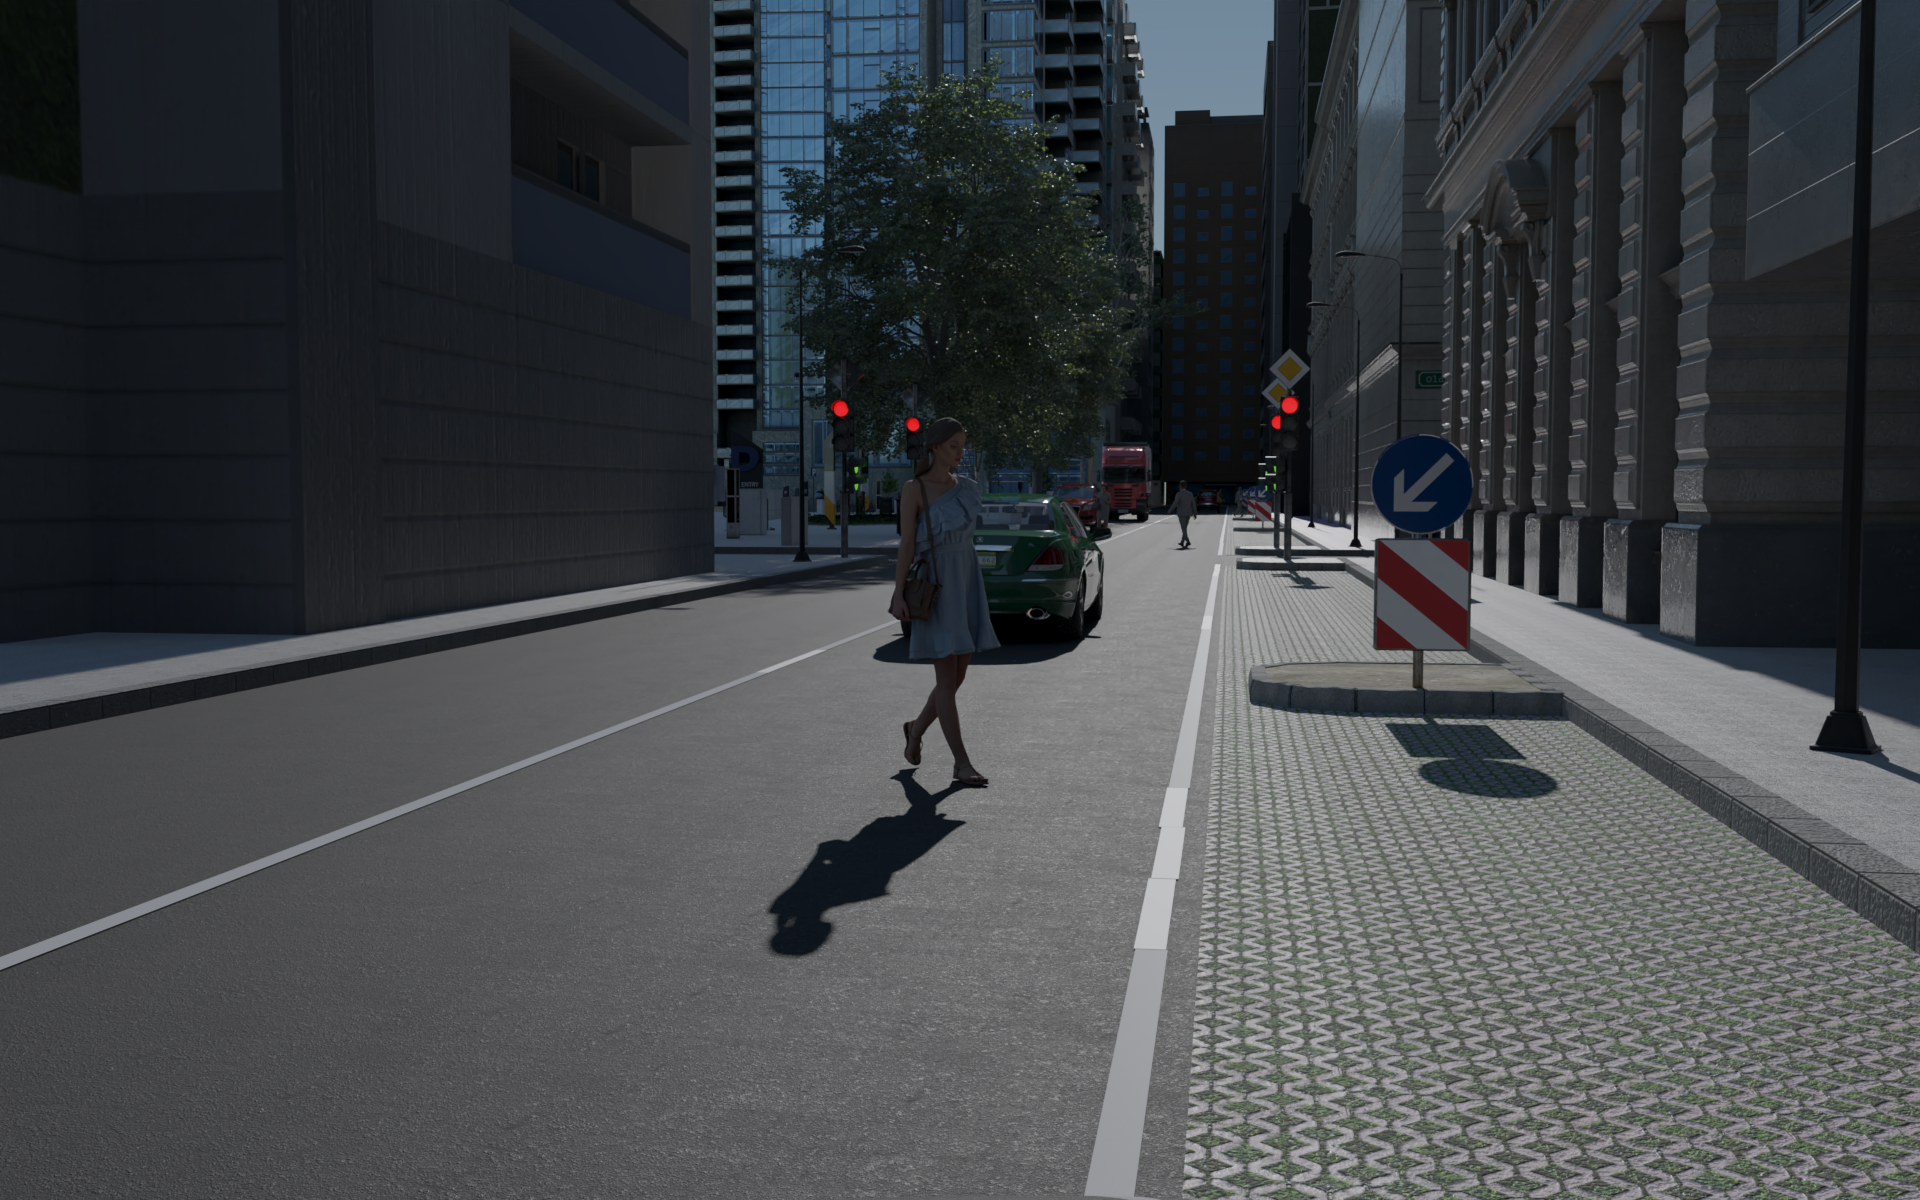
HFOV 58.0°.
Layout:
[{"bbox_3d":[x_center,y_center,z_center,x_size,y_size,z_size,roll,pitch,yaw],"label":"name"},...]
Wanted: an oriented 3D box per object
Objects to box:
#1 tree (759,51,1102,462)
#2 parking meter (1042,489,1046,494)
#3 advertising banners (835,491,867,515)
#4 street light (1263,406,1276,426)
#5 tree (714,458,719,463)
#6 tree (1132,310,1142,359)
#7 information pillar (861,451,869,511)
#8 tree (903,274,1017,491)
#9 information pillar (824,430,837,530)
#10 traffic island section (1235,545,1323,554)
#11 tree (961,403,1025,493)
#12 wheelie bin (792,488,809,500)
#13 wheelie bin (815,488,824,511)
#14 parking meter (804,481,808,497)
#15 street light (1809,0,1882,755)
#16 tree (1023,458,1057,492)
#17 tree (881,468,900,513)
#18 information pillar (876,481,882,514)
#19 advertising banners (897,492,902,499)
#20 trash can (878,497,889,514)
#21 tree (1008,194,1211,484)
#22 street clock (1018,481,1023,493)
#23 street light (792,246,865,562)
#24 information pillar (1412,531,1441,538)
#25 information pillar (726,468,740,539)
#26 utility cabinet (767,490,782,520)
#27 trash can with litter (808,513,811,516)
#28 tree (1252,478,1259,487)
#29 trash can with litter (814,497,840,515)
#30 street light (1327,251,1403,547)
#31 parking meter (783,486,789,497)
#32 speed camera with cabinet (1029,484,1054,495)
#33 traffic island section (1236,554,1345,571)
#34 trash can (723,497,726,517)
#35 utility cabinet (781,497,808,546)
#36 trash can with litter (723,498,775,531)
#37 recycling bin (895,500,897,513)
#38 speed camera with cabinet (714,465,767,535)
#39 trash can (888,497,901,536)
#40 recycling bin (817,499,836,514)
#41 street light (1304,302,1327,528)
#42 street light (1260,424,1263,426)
[{"bbox_3d":[-0.531,-8.740,49.554,9.857,13.997,8.962,0,3,0],"label":"tree"},{"bbox_3d":[3.848,-4.432,80.873,0.372,1.533,0.369,0,3,0],"label":"parking meter"},{"bbox_3d":[-5.110,-4.967,77.403,2.074,3.025,0.090,1,4,23],"label":"advertising banners"},{"bbox_3d":[16.878,-7.262,91.279,1.470,5.913,1.316,1,4,9],"label":"street light"},{"bbox_3d":[-14.495,-6.615,91.869,4.285,4.588,4.351,0,3,0],"label":"tree"},{"bbox_3d":[3.482,-10.590,79.802,9.857,13.997,8.962,0,3,0],"label":"tree"},{"bbox_3d":[-5.038,-6.111,91.270,0.504,3.616,0.183,-3,5,-41],"label":"information pillar"},{"bbox_3d":[0.379,-6.538,57.257,4.737,8.622,4.395,0,3,0],"label":"tree"},{"bbox_3d":[-4.709,-4.367,62.750,0.504,3.616,0.183,3,5,39],"label":"information pillar"},{"bbox_3d":[7.612,-1.177,41.531,2.009,0.180,2.903,1,4,9],"label":"traffic island section"},{"bbox_3d":[1.793,-8.944,96.593,4.360,8.622,3.978,0,3,0],"label":"tree"},{"bbox_3d":[-8.379,-5.091,91.151,0.980,1.594,0.693,1,4,11],"label":"wheelie bin"},{"bbox_3d":[-6.920,-4.833,86.931,0.693,1.594,0.980,0,4,3],"label":"wheelie bin"},{"bbox_3d":[-6.964,-4.367,77.115,0.255,1.863,0.399,3,5,42],"label":"parking meter"},{"bbox_3d":[3.914,-2.206,8.610,1.470,5.913,1.316,1,4,9],"label":"street light"},{"bbox_3d":[4.244,-5.770,88.939,1.663,3.219,1.824,0,3,0],"label":"tree"},{"bbox_3d":[-4.980,-7.531,117.727,1.663,3.219,1.824,0,3,0],"label":"tree"},{"bbox_3d":[-4.383,-5.463,93.811,0.304,2.012,0.304,0,4,7],"label":"information pillar"},{"bbox_3d":[-3.198,-7.310,115.709,2.074,3.025,0.090,-1,4,-13],"label":"advertising banners"},{"bbox_3d":[-3.534,-4.332,82.482,0.748,1.137,0.748,0,3,0],"label":"trash can"},{"bbox_3d":[8.986,-15.484,109.052,12.611,20.169,13.585,0,3,0],"label":"tree"},{"bbox_3d":[3.450,-5.785,99.151,0.358,2.002,0.471,1,4,9],"label":"street clock"},{"bbox_3d":[-2.465,-3.676,32.638,1.470,5.913,1.316,1,4,9],"label":"street light"},{"bbox_3d":[6.489,-1.198,24.077,0.304,2.012,0.304,3,5,45],"label":"information pillar"},{"bbox_3d":[-6.518,-2.768,49.744,0.304,2.012,0.304,1,4,16],"label":"information pillar"},{"bbox_3d":[-9.518,-4.871,88.324,0.318,1.500,1.173,2,4,28],"label":"utility cabinet"},{"bbox_3d":[-8.815,-5.146,95.528,0.624,1.170,1.055,-2,4,-26],"label":"trash can with litter"},{"bbox_3d":[33.271,-12.081,192.126,1.663,3.219,1.824,0,3,0],"label":"tree"},{"bbox_3d":[-7.658,-5.369,98.840,2.233,1.210,1.678,1,4,17],"label":"trash can with litter"},{"bbox_3d":[7.862,-3.709,33.182,1.470,5.913,1.316,1,4,9],"label":"street light"},{"bbox_3d":[-11.989,-6.956,119.434,0.399,1.863,0.255,1,4,15],"label":"parking meter"},{"bbox_3d":[4.880,-6.517,100.892,0.660,3.252,2.038,3,5,44],"label":"speed camera with cabinet"},{"bbox_3d":[6.382,-0.695,33.641,2.009,0.180,2.903,1,4,9],"label":"traffic island section"},{"bbox_3d":[-12.695,-5.097,94.984,0.748,1.137,0.748,0,3,0],"label":"trash can"},{"bbox_3d":[-4.149,-1.971,43.393,0.306,1.237,1.020,1,4,20],"label":"utility cabinet"},{"bbox_3d":[-7.410,-3.059,61.072,2.233,1.210,1.678,-2,4,-32],"label":"trash can with litter"},{"bbox_3d":[-3.284,-5.138,96.554,0.722,1.027,0.722,0,4,-2],"label":"recycling bin"},{"bbox_3d":[-7.099,-3.663,54.233,2.038,3.252,0.660,1,4,12],"label":"speed camera with cabinet"},{"bbox_3d":[-1.638,-2.522,52.894,0.748,1.137,0.748,0,3,0],"label":"trash can"},{"bbox_3d":[-6.357,-4.274,82.438,0.722,1.027,0.722,-2,4,-27],"label":"recycling bin"},{"bbox_3d":[9.080,-4.248,41.994,1.470,5.913,1.316,1,4,9],"label":"street light"},{"bbox_3d":[20.669,-8.740,115.441,1.470,5.913,1.316,1,4,9],"label":"street light"}]
